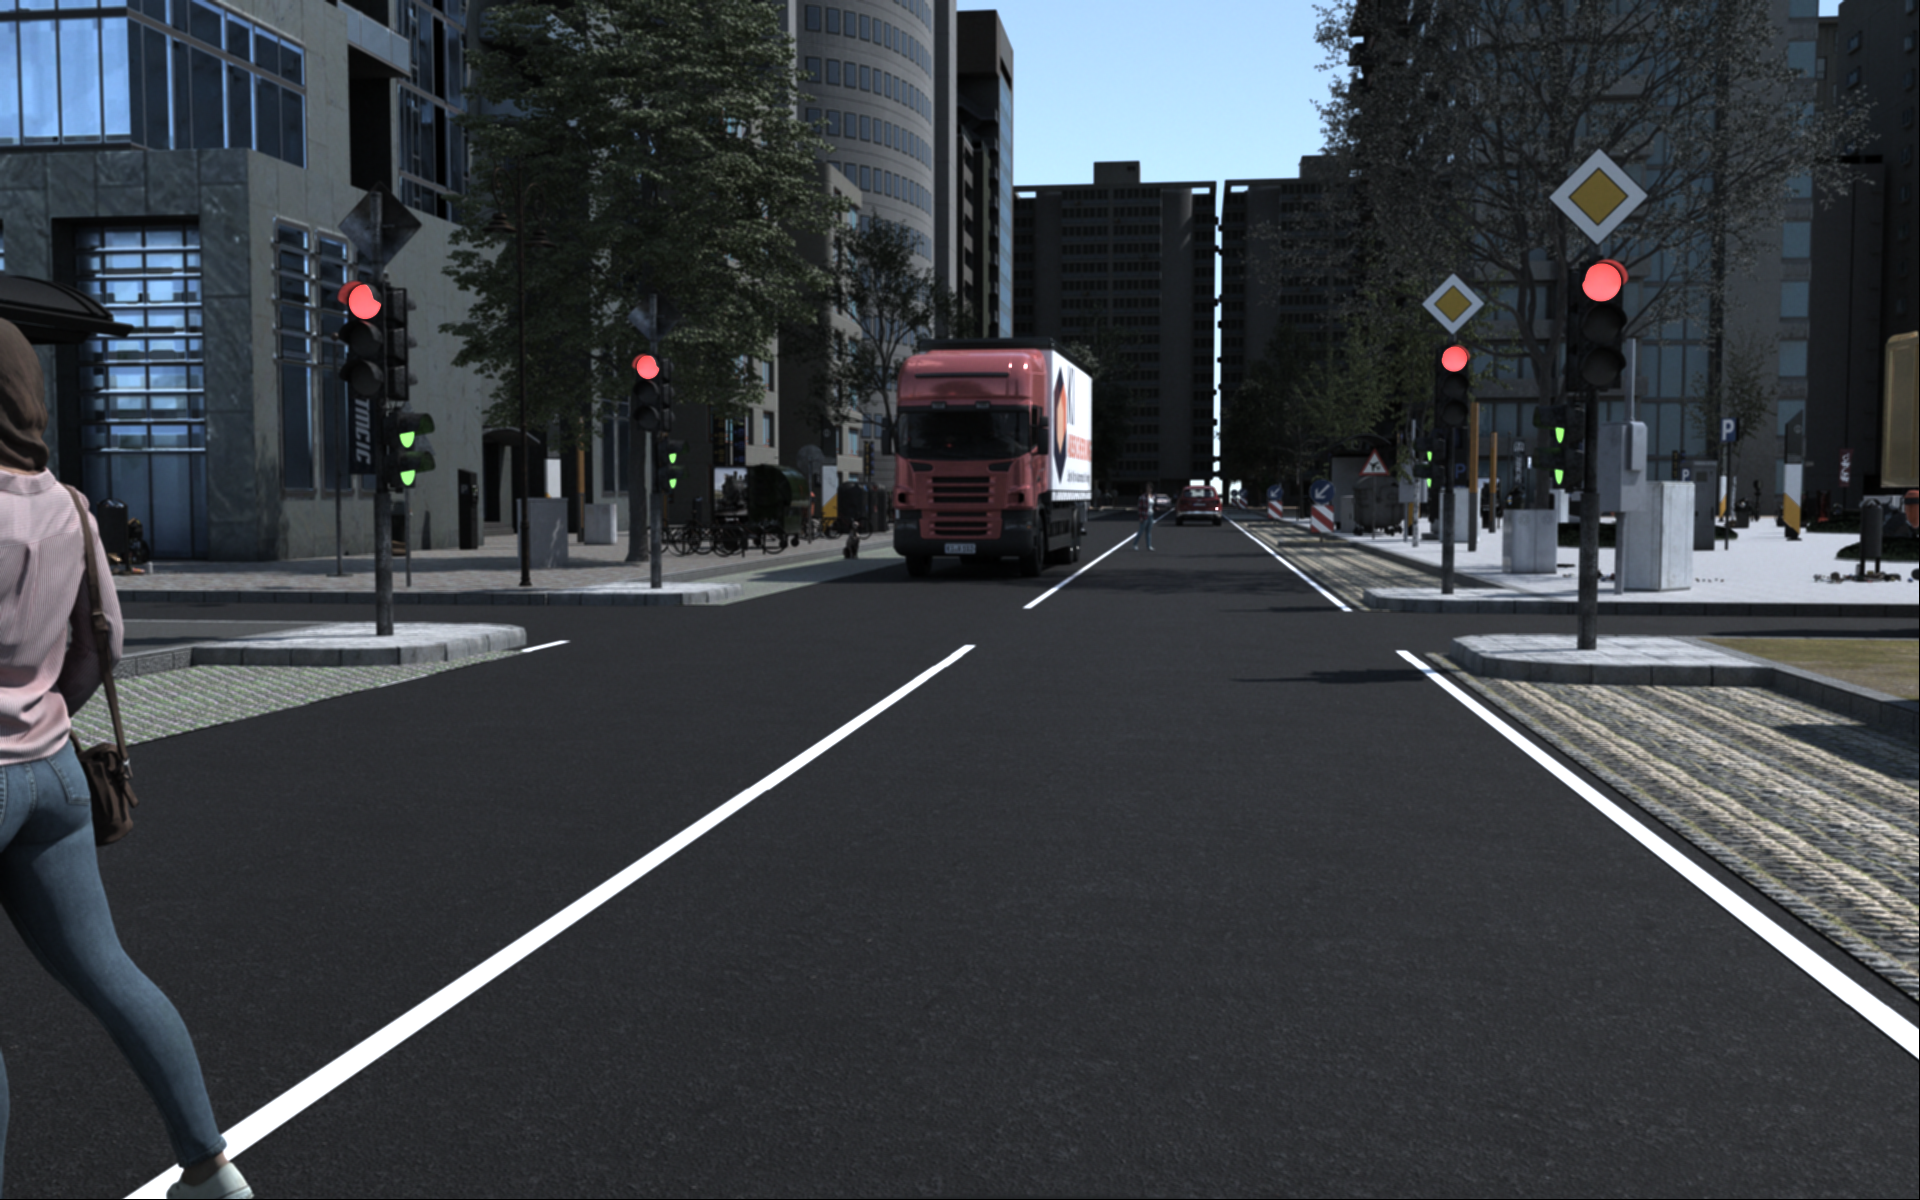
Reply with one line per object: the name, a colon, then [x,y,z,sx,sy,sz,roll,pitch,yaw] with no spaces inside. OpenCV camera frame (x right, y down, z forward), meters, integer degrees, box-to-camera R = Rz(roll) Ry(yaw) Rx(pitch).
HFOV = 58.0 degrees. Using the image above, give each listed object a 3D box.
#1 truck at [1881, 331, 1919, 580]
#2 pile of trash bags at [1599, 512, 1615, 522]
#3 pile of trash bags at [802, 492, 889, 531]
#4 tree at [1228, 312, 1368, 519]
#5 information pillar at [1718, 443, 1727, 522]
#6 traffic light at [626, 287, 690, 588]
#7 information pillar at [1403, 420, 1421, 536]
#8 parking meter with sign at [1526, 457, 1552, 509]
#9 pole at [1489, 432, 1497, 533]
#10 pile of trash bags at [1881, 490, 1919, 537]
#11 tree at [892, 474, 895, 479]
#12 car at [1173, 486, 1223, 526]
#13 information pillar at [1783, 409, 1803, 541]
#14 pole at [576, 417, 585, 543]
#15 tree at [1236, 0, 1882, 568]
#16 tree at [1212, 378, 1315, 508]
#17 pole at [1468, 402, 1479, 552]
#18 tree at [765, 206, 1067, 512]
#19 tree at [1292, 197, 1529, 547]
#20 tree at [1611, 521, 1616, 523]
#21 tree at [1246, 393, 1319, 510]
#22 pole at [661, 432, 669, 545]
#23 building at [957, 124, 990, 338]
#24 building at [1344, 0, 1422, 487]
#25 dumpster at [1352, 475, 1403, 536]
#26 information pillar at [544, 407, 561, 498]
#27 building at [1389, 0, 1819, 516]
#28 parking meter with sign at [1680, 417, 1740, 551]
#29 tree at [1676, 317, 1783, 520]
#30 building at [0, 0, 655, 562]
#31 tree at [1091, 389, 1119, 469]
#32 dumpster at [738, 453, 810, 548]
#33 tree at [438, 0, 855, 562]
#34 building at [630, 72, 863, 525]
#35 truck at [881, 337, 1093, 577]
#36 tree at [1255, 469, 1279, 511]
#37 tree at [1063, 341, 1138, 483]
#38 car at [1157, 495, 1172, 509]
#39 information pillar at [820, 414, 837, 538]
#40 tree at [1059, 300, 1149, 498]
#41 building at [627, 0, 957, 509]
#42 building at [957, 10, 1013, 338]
truck: [14.461,-1.262,16.551,9.791,3.379,3.469,1,4,10]
pile of trash bags: [26.777,-4.022,75.505,3.447,1.369,1.912,-2,4,-24]
pile of trash bags: [-4.109,-3.097,60.384,3.447,1.369,1.912,1,4,23]
tree: [17.346,-9.473,89.294,7.601,10.594,8.767,1,4,8]
information pillar: [35.205,-5.415,79.891,0.504,3.616,0.183,-3,5,-41]
traffic light: [-4.128,-2.116,23.512,0.839,4.253,0.868,0,4,8]
information pillar: [13.814,-3.761,52.848,0.183,3.616,0.504,-3,4,-36]
parking meter with sign: [27.241,-5.154,80.523,1.738,3.016,0.543,2,4,35]
pole: [17.614,-3.877,57.231,0.158,3.312,0.155,0,3,0]
pile of trash bags: [22.870,-1.943,41.528,1.912,1.369,3.447,2,4,27]
tree: [-1.612,-4.384,66.275,1.663,3.219,1.824,0,3,0]
car: [10.920,-4.326,79.404,2.281,1.827,5.304,0,4,6]
information pillar: [22.957,-3.447,47.715,0.504,3.616,0.183,-1,4,-9]
pole: [-10.000,-3.168,45.647,0.158,3.312,0.155,0,3,0]
tree: [10.390,-7.340,30.377,12.009,13.543,11.850,0,3,0]
tree: [28.355,-15.116,164.153,9.611,12.733,9.660,0,3,0]
pole: [11.464,-2.741,38.661,0.158,3.312,0.155,0,3,0]
tree: [-1.962,-7.429,55.873,8.767,10.594,7.601,-2,4,-34]
tree: [11.270,-5.597,41.870,4.737,8.622,4.395,0,3,0]
tree: [29.610,-5.075,77.574,1.663,3.219,1.824,0,3,0]
tree: [20.498,-9.730,109.449,4.360,8.622,3.978,0,3,0]
pole: [-7.511,-3.069,44.016,0.158,3.312,0.155,0,3,0]
building: [-5.408,-22.289,136.121,14.160,30.474,14.107,0,4,8]
building: [44.168,-30.042,145.810,22.147,44.769,28.867,0,4,8]
dumpster: [12.826,-2.921,53.516,1.264,1.857,1.865,0,4,8]
information pillar: [-9.669,-3.045,41.147,0.183,3.616,0.504,2,4,28]
building: [42.015,-30.325,115.419,23.786,49.044,30.456,0,4,8]
parking meter with sign: [16.775,-2.640,39.420,1.738,3.016,0.543,-1,4,-14]
tree: [32.515,-7.491,72.847,4.360,8.622,3.978,0,3,0]
building: [-22.204,-44.902,46.817,22.319,86.520,31.000,0,4,8]
tree: [8.488,-12.006,130.707,7.601,10.594,8.767,0,4,2]
dumpster: [-4.529,-2.377,41.361,1.502,2.255,1.985,0,4,8]
tree: [-5.692,-7.000,32.583,7.486,12.596,7.792,0,3,0]
building: [-21.252,-14.793,86.898,27.650,21.520,28.899,0,4,8]
truck: [0.824,-2.723,33.437,2.839,4.237,11.283,1,4,9]
tree: [23.288,-8.423,132.317,1.663,3.219,1.824,0,3,0]
tree: [10.179,-14.467,143.187,9.857,13.997,8.962,0,3,0]
car: [19.136,-9.346,165.172,2.083,1.381,4.827,0,4,8]
information pillar: [-3.833,-3.624,50.609,0.504,3.616,0.183,-2,4,-33]
tree: [12.578,-19.330,171.931,12.611,20.169,13.585,0,3,0]
building: [-12.522,-35.041,114.915,21.231,58.520,28.212,0,4,8]
building: [-2.889,-31.180,159.903,14.200,45.320,14.600,0,4,8]
